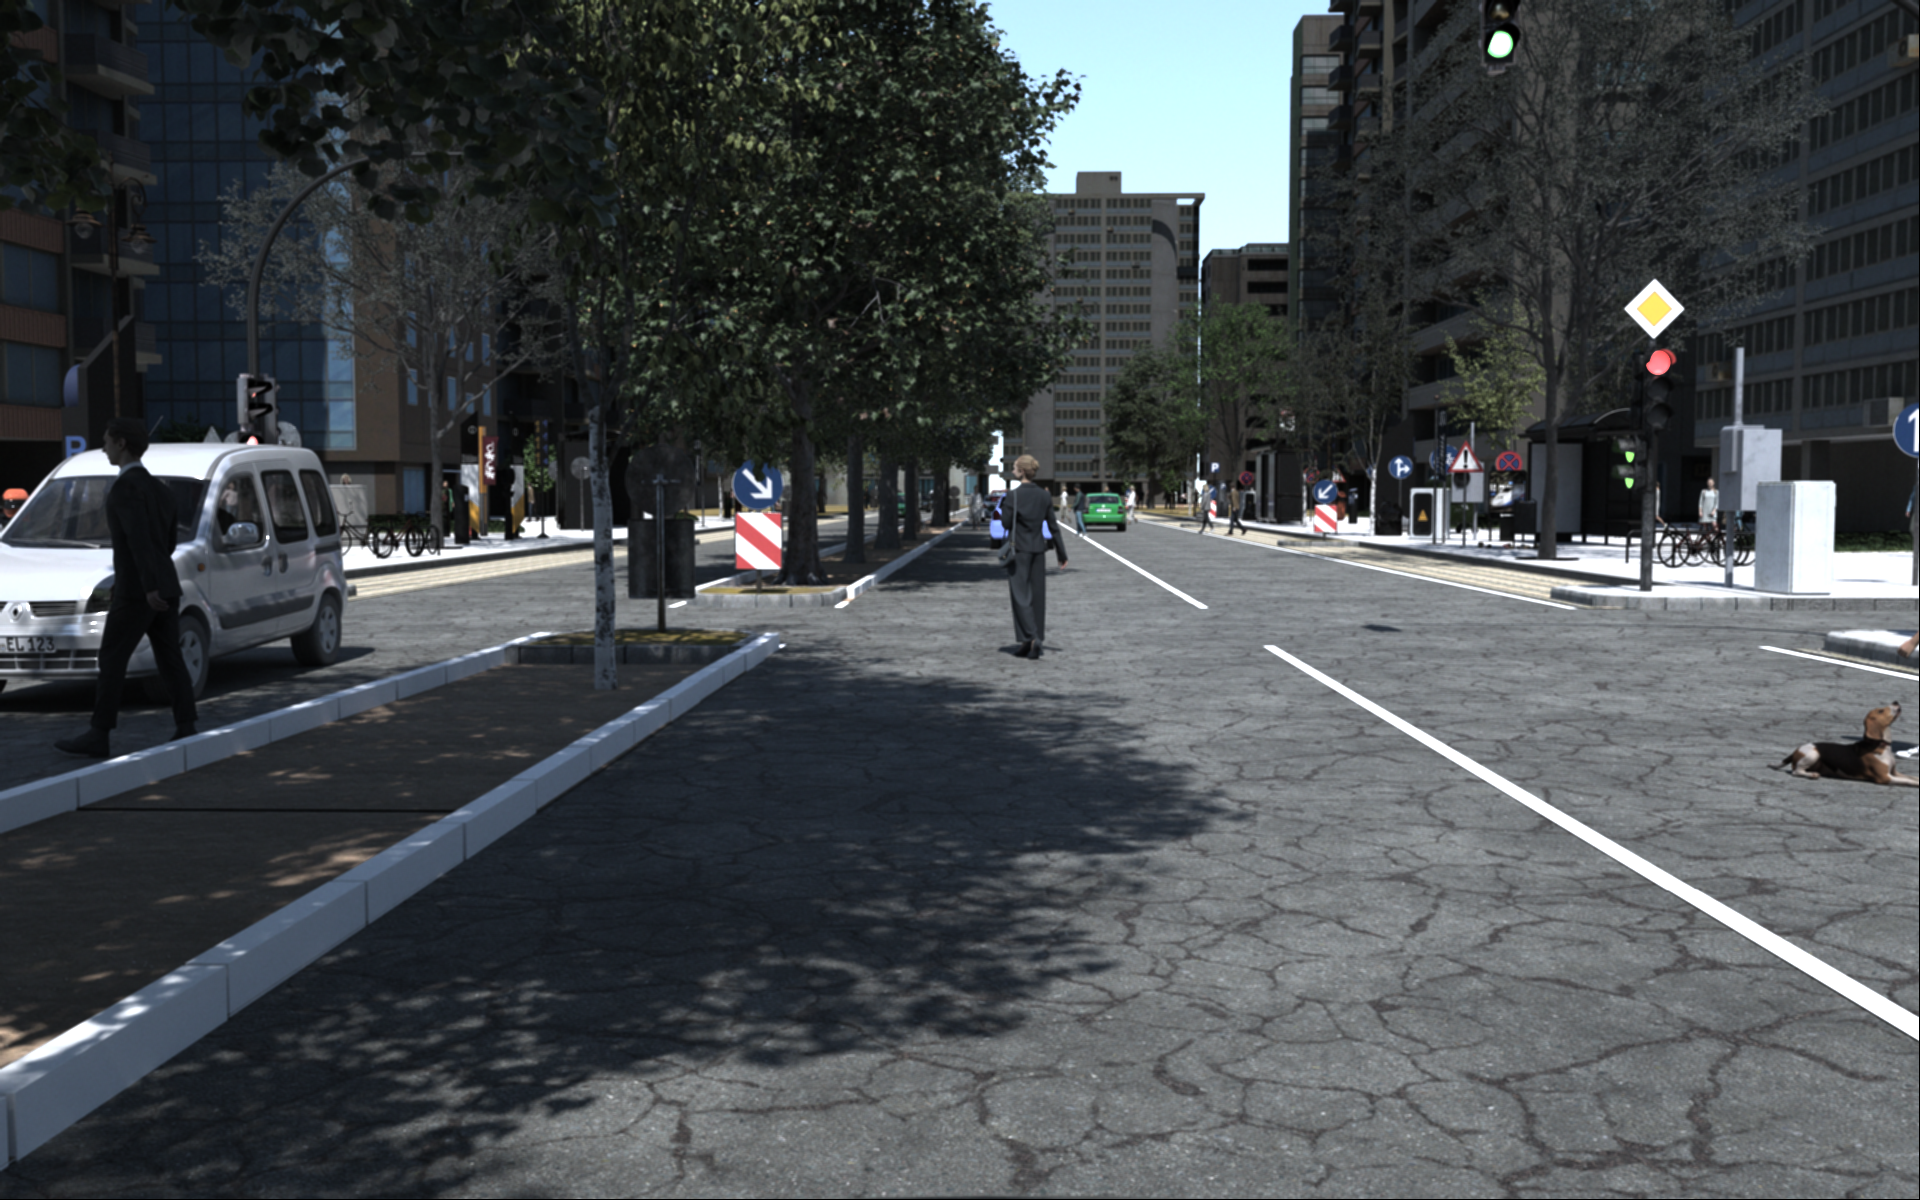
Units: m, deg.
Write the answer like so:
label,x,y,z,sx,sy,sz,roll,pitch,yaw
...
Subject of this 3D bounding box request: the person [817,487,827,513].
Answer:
label,x,y,z,sx,sy,sz,roll,pitch,yaw
person,-9.717,-6.966,119.940,1.348,1.824,0.705,-3,4,-38

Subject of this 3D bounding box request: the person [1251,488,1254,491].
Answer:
label,x,y,z,sx,sy,sz,roll,pitch,yaw
person,21.993,-7.568,130.515,1.217,1.736,0.721,0,4,8

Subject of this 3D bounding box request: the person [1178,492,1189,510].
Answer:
label,x,y,z,sx,sy,sz,roll,pitch,yaw
person,17.451,-7.717,135.397,0.799,1.438,0.628,-1,4,-16

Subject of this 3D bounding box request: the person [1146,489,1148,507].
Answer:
label,x,y,z,sx,sy,sz,roll,pitch,yaw
person,19.101,-10.275,174.566,0.750,1.759,0.617,2,4,31

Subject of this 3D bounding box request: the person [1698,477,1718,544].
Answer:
label,x,y,z,sx,sy,sz,roll,pitch,yaw
person,18.926,-2.243,43.717,0.512,1.701,0.522,2,4,27

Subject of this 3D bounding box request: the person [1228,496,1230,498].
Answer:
label,x,y,z,sx,sy,sz,roll,pitch,yaw
person,20.007,-7.264,125.547,1.217,1.736,0.721,2,4,31

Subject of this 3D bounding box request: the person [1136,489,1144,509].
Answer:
label,x,y,z,sx,sy,sz,roll,pitch,yaw
person,15.810,-8.895,151.932,0.683,1.767,0.568,0,4,-8

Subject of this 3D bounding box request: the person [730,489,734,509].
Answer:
label,x,y,z,sx,sy,sz,roll,pitch,yaw
person,-19.673,-8.676,148.612,0.721,1.736,1.217,-2,4,-33

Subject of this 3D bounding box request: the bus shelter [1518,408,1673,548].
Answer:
label,x,y,z,sx,sy,sz,roll,pitch,yaw
bus shelter,15.790,-3.029,43.454,2.014,3.302,5.546,0,4,2

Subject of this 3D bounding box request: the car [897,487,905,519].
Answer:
label,x,y,z,sx,sy,sz,roll,pitch,yaw
car,-3.103,-4.916,89.177,1.959,1.807,4.718,0,4,2

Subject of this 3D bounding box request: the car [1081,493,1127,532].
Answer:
label,x,y,z,sx,sy,sz,roll,pitch,yaw
car,5.546,-3.595,67.581,1.959,1.807,4.718,0,4,3

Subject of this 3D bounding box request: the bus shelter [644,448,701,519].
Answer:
label,x,y,z,sx,sy,sz,roll,pitch,yaw
bus shelter,-12.556,-4.904,74.111,2.014,3.302,5.546,0,4,2

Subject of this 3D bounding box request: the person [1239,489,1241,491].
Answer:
label,x,y,z,sx,sy,sz,roll,pitch,yaw
person,17.718,-6.354,109.900,0.705,1.831,1.348,-3,5,-43

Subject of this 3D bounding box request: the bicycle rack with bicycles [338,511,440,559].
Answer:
label,x,y,z,sx,sy,sz,roll,pitch,yaw
bicycle rack with bicycles,-11.868,-1.372,35.818,2.852,0.926,2.925,2,4,26

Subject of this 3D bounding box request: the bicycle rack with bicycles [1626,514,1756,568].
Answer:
label,x,y,z,sx,sy,sz,roll,pitch,yaw
bicycle rack with bicycles,13.485,-1.088,31.169,2.925,0.926,2.852,0,4,-3

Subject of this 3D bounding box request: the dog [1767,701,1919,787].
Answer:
label,x,y,z,sx,sy,sz,roll,pitch,yaw
dog,4.501,0.699,8.766,0.550,0.427,0.748,0,4,-5

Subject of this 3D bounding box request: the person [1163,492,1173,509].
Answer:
label,x,y,z,sx,sy,sz,roll,pitch,yaw
person,17.657,-8.558,146.513,0.990,1.755,0.434,0,4,-4

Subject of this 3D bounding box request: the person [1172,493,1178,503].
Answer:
label,x,y,z,sx,sy,sz,roll,pitch,yaw
person,19.226,-9.199,156.446,1.348,1.824,0.705,-2,4,-32

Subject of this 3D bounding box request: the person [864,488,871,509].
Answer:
label,x,y,z,sx,sy,sz,roll,pitch,yaw
person,-7.925,-8.647,147.451,0.705,1.821,1.348,1,4,21

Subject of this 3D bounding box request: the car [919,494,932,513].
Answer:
label,x,y,z,sx,sy,sz,roll,pitch,yaw
car,-3.169,-7.654,134.928,2.009,1.686,4.222,0,4,3

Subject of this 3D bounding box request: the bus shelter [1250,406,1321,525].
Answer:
label,x,y,z,sx,sy,sz,roll,pitch,yaw
bus shelter,14.202,-6.072,76.903,2.179,5.291,8.768,0,4,2

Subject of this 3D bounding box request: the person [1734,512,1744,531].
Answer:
label,x,y,z,sx,sy,sz,roll,pitch,yaw
person,25.469,-3.088,56.631,0.616,1.811,0.778,0,4,-1

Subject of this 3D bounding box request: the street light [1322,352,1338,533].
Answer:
label,x,y,z,sx,sy,sz,roll,pitch,yaw
street light,11.983,-5.108,56.309,0.468,5.910,1.993,0,4,2

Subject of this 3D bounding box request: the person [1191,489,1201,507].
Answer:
label,x,y,z,sx,sy,sz,roll,pitch,yaw
person,22.848,-9.842,167.088,1.348,1.807,0.705,-2,4,-25

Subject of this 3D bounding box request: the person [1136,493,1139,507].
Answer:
label,x,y,z,sx,sy,sz,roll,pitch,yaw
person,16.192,-9.083,157.806,0.557,1.426,1.065,3,4,36

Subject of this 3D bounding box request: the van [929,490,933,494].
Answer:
label,x,y,z,sx,sy,sz,roll,pitch,yaw
van,-2.299,-9.939,169.514,2.013,2.044,4.112,0,4,3

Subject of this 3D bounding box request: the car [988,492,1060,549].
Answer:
label,x,y,z,sx,sy,sz,roll,pitch,yaw
car,1.687,-2.236,46.151,1.945,1.707,3.694,0,4,3

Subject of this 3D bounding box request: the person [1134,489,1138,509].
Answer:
label,x,y,z,sx,sy,sz,roll,pitch,yaw
person,15.405,-9.015,153.958,0.721,1.766,1.217,-3,5,-40

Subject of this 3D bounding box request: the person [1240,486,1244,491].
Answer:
label,x,y,z,sx,sy,sz,roll,pitch,yaw
person,16.550,-5.775,101.178,0.721,1.736,1.217,-2,4,-33

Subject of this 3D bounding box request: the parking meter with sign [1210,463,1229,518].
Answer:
label,x,y,z,sx,sy,sz,roll,pitch,yaw
parking meter with sign,14.335,-6.059,95.328,0.543,3.016,1.738,-1,4,-15

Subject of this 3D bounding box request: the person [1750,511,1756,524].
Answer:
label,x,y,z,sx,sy,sz,roll,pitch,yaw
person,34.481,-4.243,75.283,0.748,1.841,0.638,-2,4,-31

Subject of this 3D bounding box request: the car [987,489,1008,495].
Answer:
label,x,y,z,sx,sy,sz,roll,pitch,yaw
car,3.376,-8.348,145.158,2.281,1.827,5.304,0,4,1

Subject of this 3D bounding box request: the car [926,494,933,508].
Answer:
label,x,y,z,sx,sy,sz,roll,pitch,yaw
car,-2.967,-9.252,161.058,2.009,1.686,4.222,0,4,4

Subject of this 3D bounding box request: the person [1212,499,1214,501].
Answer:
label,x,y,z,sx,sy,sz,roll,pitch,yaw
person,19.939,-7.932,136.286,0.434,1.755,0.990,1,4,19

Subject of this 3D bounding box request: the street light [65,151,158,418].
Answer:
label,x,y,z,sx,sy,sz,roll,pitch,yaw
street light,-11.460,-3.104,23.539,0.468,5.910,1.993,0,4,2

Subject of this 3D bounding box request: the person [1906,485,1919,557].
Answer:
label,x,y,z,sx,sy,sz,roll,pitch,yaw
person,19.549,-1.758,35.127,0.444,1.785,0.601,-2,4,-24

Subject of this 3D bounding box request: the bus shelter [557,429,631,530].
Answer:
label,x,y,z,sx,sy,sz,roll,pitch,yaw
bus shelter,-13.487,-4.506,64.957,1.731,3.624,6.357,0,4,2

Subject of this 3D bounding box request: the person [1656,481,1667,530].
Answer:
label,x,y,z,sx,sy,sz,roll,pitch,yaw
person,23.242,-3.121,57.815,0.760,1.731,0.466,-1,4,-14

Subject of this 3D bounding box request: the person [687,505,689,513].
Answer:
label,x,y,z,sx,sy,sz,roll,pitch,yaw
person,-18.367,-6.536,116.132,0.599,1.433,0.991,3,4,36

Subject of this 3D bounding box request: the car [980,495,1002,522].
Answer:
label,x,y,z,sx,sy,sz,roll,pitch,yaw
car,1.904,-4.751,89.681,2.014,1.417,4.499,0,4,2

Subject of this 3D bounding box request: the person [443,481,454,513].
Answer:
label,x,y,z,sx,sy,sz,roll,pitch,yaw
person,-19.618,-3.659,66.109,0.600,1.795,0.529,-1,4,-15

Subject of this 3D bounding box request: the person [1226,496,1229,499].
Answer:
label,x,y,z,sx,sy,sz,roll,pitch,yaw
person,18.606,-7.202,123.740,1.348,1.831,0.705,-1,4,-23

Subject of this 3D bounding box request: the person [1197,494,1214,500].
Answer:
label,x,y,z,sx,sy,sz,roll,pitch,yaw
person,15.865,-6.431,111.925,1.217,1.736,0.721,3,4,37

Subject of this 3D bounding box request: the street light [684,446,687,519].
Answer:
label,x,y,z,sx,sy,sz,roll,pitch,yaw
street light,-10.268,-5.617,64.621,0.468,5.910,1.993,0,4,2

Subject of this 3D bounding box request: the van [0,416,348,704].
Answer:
label,x,y,z,sx,sy,sz,roll,pitch,yaw
van,-6.082,-0.373,13.112,2.013,2.044,4.112,0,4,0

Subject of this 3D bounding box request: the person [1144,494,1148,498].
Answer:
label,x,y,z,sx,sy,sz,roll,pitch,yaw
person,16.816,-9.019,154.222,0.721,1.743,1.217,-2,4,-32

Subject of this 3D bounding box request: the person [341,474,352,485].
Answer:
label,x,y,z,sx,sy,sz,roll,pitch,yaw
person,-15.743,-2.348,44.620,0.537,1.800,0.526,-1,4,-23

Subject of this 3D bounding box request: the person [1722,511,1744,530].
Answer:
label,x,y,z,sx,sy,sz,roll,pitch,yaw
person,23.482,-2.836,52.390,0.794,1.824,0.713,0,4,0

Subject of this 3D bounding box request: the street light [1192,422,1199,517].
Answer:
label,x,y,z,sx,sy,sz,roll,pitch,yaw
street light,13.220,-7.622,97.415,0.468,5.910,1.993,0,4,2

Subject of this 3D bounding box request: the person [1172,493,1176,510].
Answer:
label,x,y,z,sx,sy,sz,roll,pitch,yaw
person,17.831,-8.375,143.684,0.721,1.735,1.217,0,4,4
